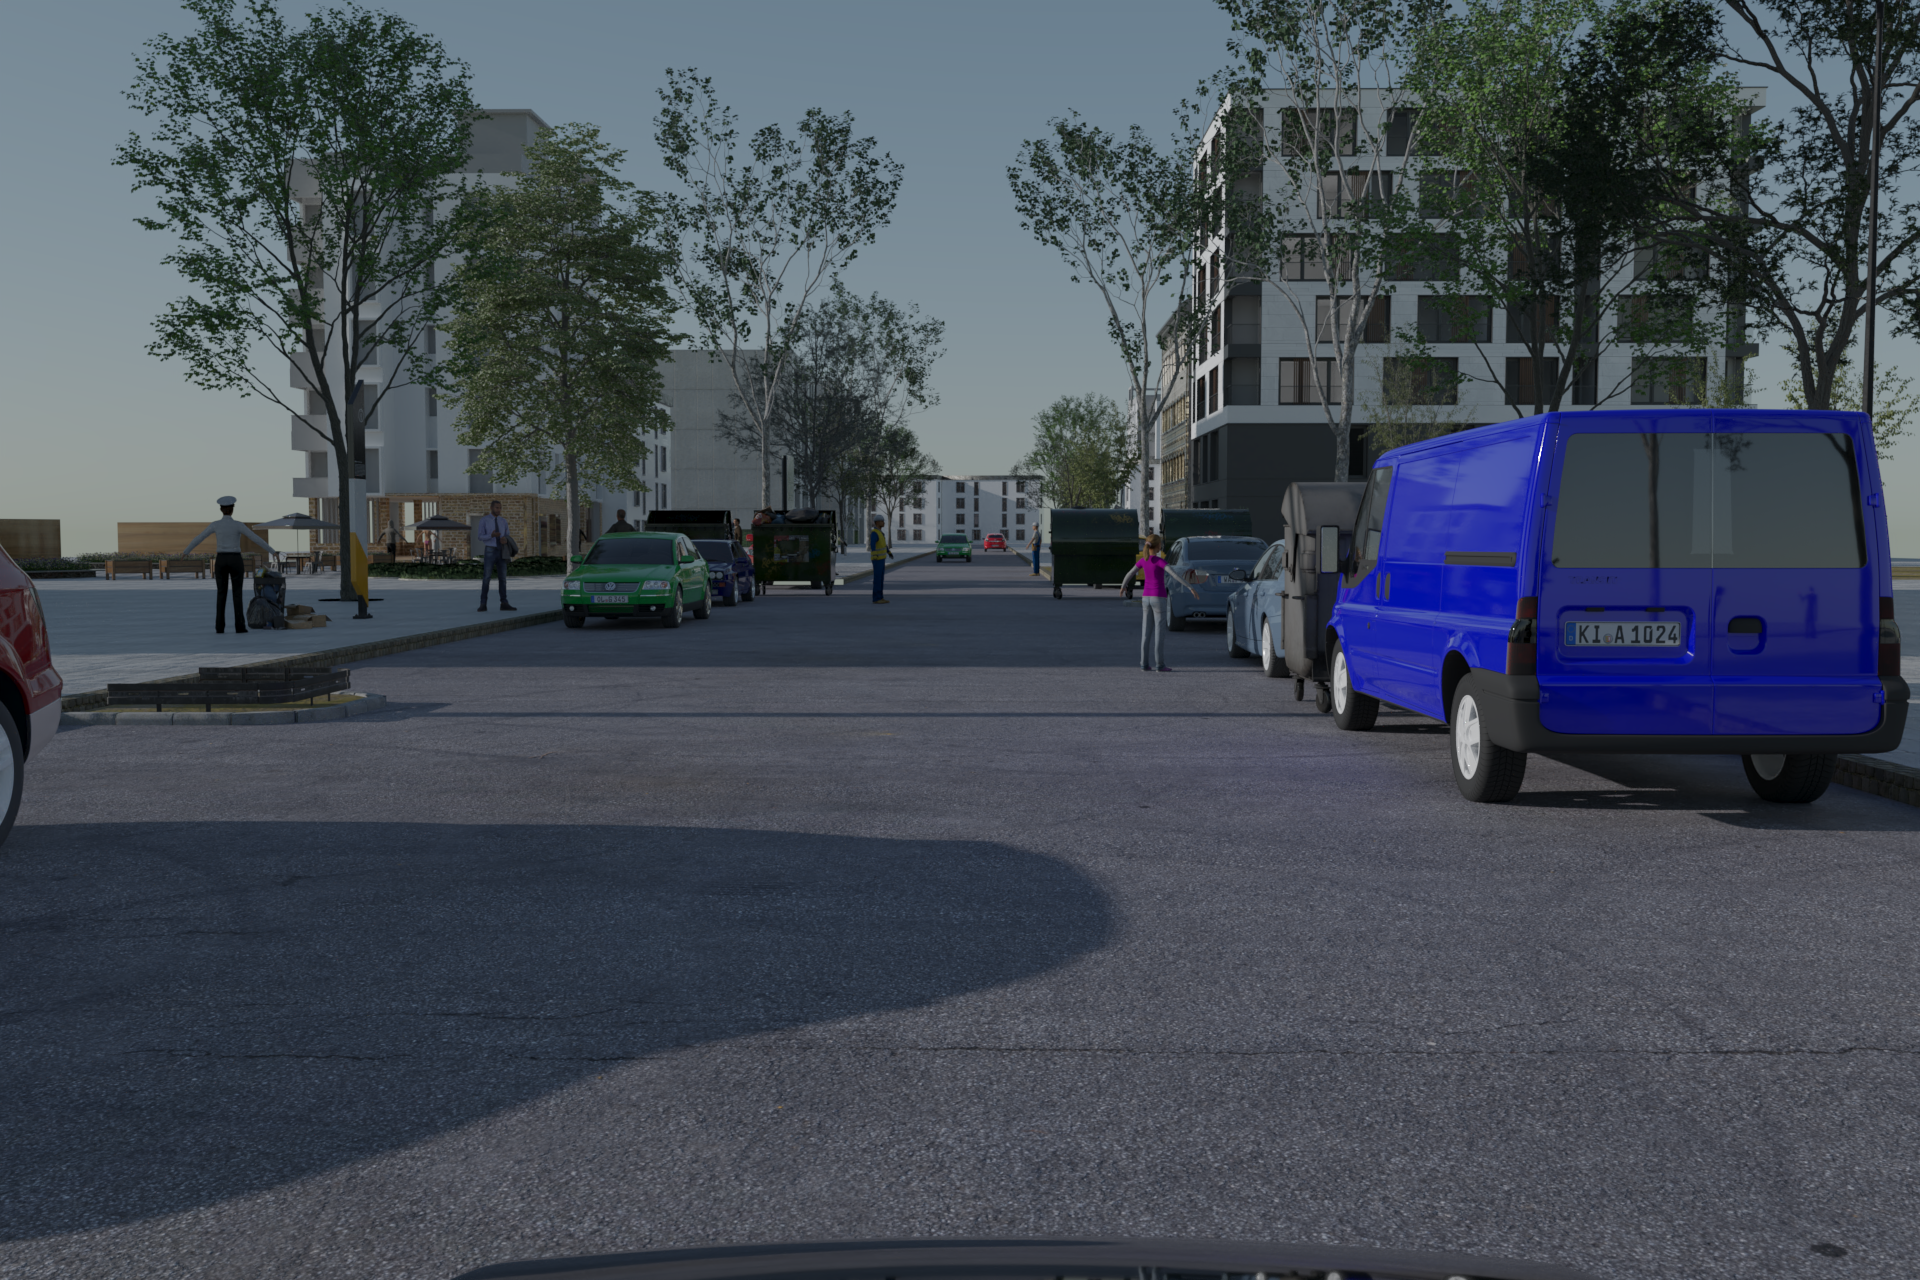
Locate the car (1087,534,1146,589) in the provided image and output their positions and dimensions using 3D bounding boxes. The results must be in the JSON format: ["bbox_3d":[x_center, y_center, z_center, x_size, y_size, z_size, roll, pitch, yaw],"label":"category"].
[{"bbox_3d":[4.332,-2.218,46.489,2.015,1.641,3.980,0,4,0],"label":"car"}]

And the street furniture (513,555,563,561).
[{"bbox_3d":[-12.461,-3.205,68.030,10.072,0.657,5.734,-1,4,-14],"label":"street furniture"}]

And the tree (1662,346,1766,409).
[{"bbox_3d":[29.142,-7.121,66.784,4.737,8.622,4.395,0,3,0],"label":"tree"}]

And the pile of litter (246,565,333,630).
[{"bbox_3d":[-9.286,-0.612,23.978,1.176,0.858,1.719,0,4,1],"label":"pile of litter"}]

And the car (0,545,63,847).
[{"bbox_3d":[-5.259,0.167,5.949,2.281,1.827,5.304,0,4,1],"label":"car"}]

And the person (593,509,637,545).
[{"bbox_3d":[-7.153,-1.856,36.523,1.348,1.807,0.705,-3,5,-41],"label":"person"}]

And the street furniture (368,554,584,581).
[{"bbox_3d":[-14.390,-2.272,52.767,5.734,0.657,10.072,1,4,18],"label":"street furniture"}]

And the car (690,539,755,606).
[{"bbox_3d":[-5.261,-1.404,35.542,1.945,1.354,3.894,0,4,1],"label":"car"}]

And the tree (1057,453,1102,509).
[{"bbox_3d":[9.462,-11.388,136.552,4.737,8.622,4.395,0,3,0],"label":"tree"}]

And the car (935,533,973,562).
[{"bbox_3d":[-0.299,-4.898,88.882,1.959,1.807,4.718,0,4,1],"label":"car"}]

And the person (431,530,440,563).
[{"bbox_3d":[-22.357,-4.130,73.709,0.705,1.806,1.347,-2,4,-24],"label":"person"}]

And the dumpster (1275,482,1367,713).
[{"bbox_3d":[3.619,-0.374,14.330,1.865,1.857,1.264,0,4,0],"label":"dumpster"}]

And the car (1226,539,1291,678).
[{"bbox_3d":[3.950,-0.401,18.551,2.014,1.417,4.499,0,4,1],"label":"car"}]

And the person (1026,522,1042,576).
[{"bbox_3d":[2.572,-3.115,59.239,0.705,1.847,1.347,1,4,21],"label":"person"}]

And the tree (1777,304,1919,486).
[{"bbox_3d":[27.828,-6.396,54.939,4.737,8.622,4.395,0,3,0],"label":"tree"}]

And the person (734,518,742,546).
[{"bbox_3d":[-7.500,-3.177,58.085,0.704,1.812,1.346,-1,4,-17],"label":"person"}]

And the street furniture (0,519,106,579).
[{"bbox_3d":[-29.703,-2.561,48.734,11.010,1.723,9.812,1,4,23],"label":"street furniture"}]

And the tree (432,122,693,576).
[{"bbox_3d":[-11.067,-7.952,48.135,7.486,12.596,7.792,0,3,0],"label":"tree"}]

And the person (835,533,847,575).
[{"bbox_3d":[-3.976,-2.933,53.739,0.705,1.856,1.354,-3,5,-40],"label":"person"}]

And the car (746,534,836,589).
[{"bbox_3d":[-4.550,-2.336,46.868,2.281,1.827,5.304,0,4,1],"label":"car"}]

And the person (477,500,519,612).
[{"bbox_3d":[-7.644,-1.393,28.684,0.709,1.838,0.599,-3,5,-43],"label":"person"}]

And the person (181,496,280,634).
[{"bbox_3d":[-9.464,-0.979,22.461,1.216,1.778,0.721,-1,4,-11],"label":"person"}]

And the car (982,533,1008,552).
[{"bbox_3d":[2.862,-8.056,140.760,2.155,1.783,4.494,0,4,1],"label":"car"}]

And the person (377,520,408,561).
[{"bbox_3d":[-21.638,-3.658,65.936,1.348,1.813,0.705,1,4,17],"label":"person"}]

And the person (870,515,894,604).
[{"bbox_3d":[-1.646,-1.673,35.773,0.705,1.833,1.349,1,4,13],"label":"person"}]

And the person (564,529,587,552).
[{"bbox_3d":[-17.841,-4.552,80.652,0.704,1.802,1.346,3,4,36],"label":"person"}]

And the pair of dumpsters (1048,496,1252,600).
[{"bbox_3d":[4.177,-2.042,38.335,4.436,2.255,1.574,0,4,1],"label":"pair of dumpsters"}]

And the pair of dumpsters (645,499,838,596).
[{"bbox_3d":[-5.086,-2.171,40.445,4.436,2.255,1.574,0,4,1],"label":"pair of dumpsters"}]

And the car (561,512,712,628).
[{"bbox_3d":[-5.134,-1.164,27.824,1.959,1.807,4.718,0,4,1],"label":"car"}]

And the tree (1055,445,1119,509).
[{"bbox_3d":[17.737,-20.600,243.460,9.857,13.997,8.962,0,3,0],"label":"tree"}]

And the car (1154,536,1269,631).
[{"bbox_3d":[3.944,-0.903,26.767,2.014,1.417,4.499,0,4,1],"label":"car"}]

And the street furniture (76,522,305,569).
[{"bbox_3d":[-30.397,-3.631,66.227,9.812,1.723,11.010,1,4,11],"label":"street furniture"}]

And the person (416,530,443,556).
[{"bbox_3d":[-21.991,-3.971,71.732,1.217,1.733,0.721,1,4,16],"label":"person"}]

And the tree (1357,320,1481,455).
[{"bbox_3d":[15.275,-6.697,59.858,4.360,8.622,3.978,0,3,0],"label":"tree"}]

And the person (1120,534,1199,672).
[{"bbox_3d":[2.064,-0.390,18.103,0.991,1.433,0.599,3,5,41],"label":"person"}]

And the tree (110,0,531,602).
[{"bbox_3d":[-11.762,-6.552,32.875,9.928,11.665,9.643,0,3,0],"label":"tree"}]
